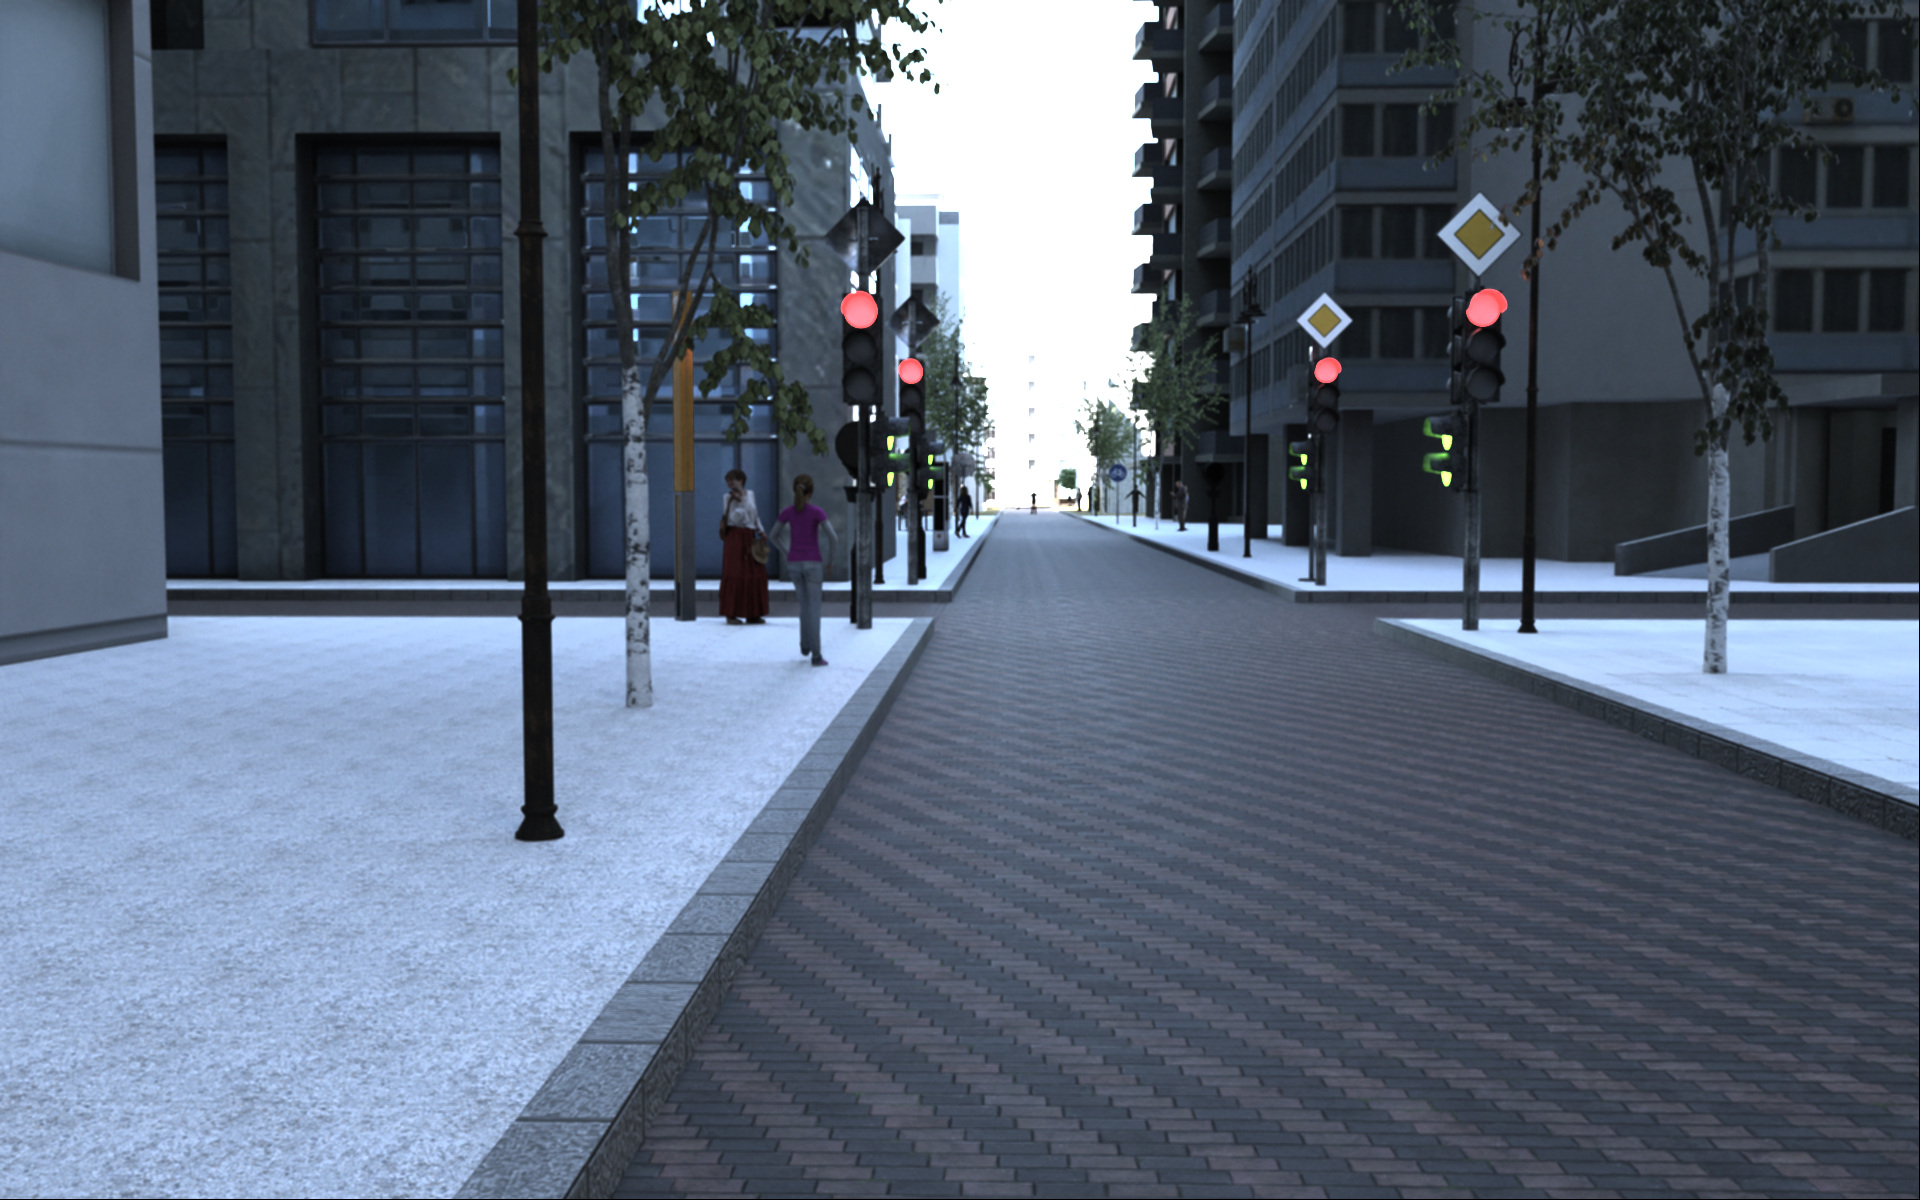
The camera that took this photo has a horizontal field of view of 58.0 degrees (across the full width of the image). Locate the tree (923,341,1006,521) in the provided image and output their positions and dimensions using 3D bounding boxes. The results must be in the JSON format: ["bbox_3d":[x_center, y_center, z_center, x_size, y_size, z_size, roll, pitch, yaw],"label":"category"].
[{"bbox_3d":[0.005,-8.034,81.720,4.360,8.622,3.978,0,3,0],"label":"tree"}]

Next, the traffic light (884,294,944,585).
[{"bbox_3d":[-0.651,-2.169,24.387,0.839,4.253,0.868,0,4,2],"label":"traffic light"}]

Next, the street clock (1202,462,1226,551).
[{"bbox_3d":[5.718,-2.109,39.047,0.471,2.002,0.358,-1,4,-16],"label":"street clock"}]

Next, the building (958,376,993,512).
[{"bbox_3d":[-2.323,-11.961,137.704,9.099,9.664,28.070,0,4,2],"label":"building"}]

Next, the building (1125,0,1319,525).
[{"bbox_3d":[19.764,-26.262,84.006,22.147,44.769,28.867,0,4,2],"label":"building"}]

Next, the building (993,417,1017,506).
[{"bbox_3d":[-7.850,-15.142,189.723,28.070,9.664,9.099,0,4,2],"label":"building"}]

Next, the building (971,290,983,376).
[{"bbox_3d":[-3.584,-18.997,167.027,11.380,20.091,16.016,0,4,2],"label":"building"}]

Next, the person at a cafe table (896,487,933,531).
[{"bbox_3d":[-1.629,-3.177,60.465,1.698,1.524,1.622,-2,4,-25],"label":"person at a cafe table"}]

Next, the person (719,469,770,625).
[{"bbox_3d":[-2.139,-0.523,17.054,0.523,1.526,0.387,-3,4,-39],"label":"person"}]

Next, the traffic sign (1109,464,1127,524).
[{"bbox_3d":[6.663,-4.468,73.157,0.768,2.556,0.104,1,4,9],"label":"traffic sign"}]

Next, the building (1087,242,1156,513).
[{"bbox_3d":[18.627,-16.118,129.979,16.747,18.905,31.486,0,4,2],"label":"building"}]

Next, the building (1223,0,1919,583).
[{"bbox_3d":[19.175,-21.269,39.629,23.993,40.220,32.217,0,4,2],"label":"building"}]

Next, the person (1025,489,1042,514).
[{"bbox_3d":[5.338,-7.149,125.529,1.348,1.807,0.705,-1,4,-14],"label":"person"}]

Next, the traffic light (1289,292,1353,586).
[{"bbox_3d":[5.048,-2.160,24.229,0.839,4.253,0.868,0,4,2],"label":"traffic light"}]

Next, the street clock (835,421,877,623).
[{"bbox_3d":[-0.987,-0.773,17.210,0.471,2.002,0.358,0,4,6],"label":"street clock"}]

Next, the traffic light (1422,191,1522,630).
[{"bbox_3d":[4.804,-1.671,16.247,0.839,4.253,0.868,0,4,2],"label":"traffic light"}]

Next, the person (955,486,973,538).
[{"bbox_3d":[0.102,-2.575,50.687,0.480,1.512,0.613,1,4,21],"label":"person"}]

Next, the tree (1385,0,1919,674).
[{"bbox_3d":[5.189,-3.780,12.163,4.360,8.622,3.978,0,3,0],"label":"tree"}]

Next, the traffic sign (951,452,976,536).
[{"bbox_3d":[0.103,-3.213,52.641,0.768,2.556,0.104,0,4,3],"label":"traffic sign"}]

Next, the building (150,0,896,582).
[{"bbox_3d":[-12.317,-44.387,38.407,22.319,86.520,31.000,0,4,2],"label":"building"}]

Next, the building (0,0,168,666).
[{"bbox_3d":[-19.653,-25.317,3.180,27.495,52.752,28.713,0,4,2],"label":"building"}]

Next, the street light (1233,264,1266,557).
[{"bbox_3d":[5.842,-3.808,35.045,0.468,5.910,1.993,0,4,2],"label":"street light"}]

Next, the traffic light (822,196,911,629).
[{"bbox_3d":[-0.895,-1.681,16.405,0.839,4.253,0.868,0,4,2],"label":"traffic light"}]

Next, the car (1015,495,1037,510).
[{"bbox_3d":[6.193,-9.157,162.086,2.083,1.381,4.827,0,4,4],"label":"car"}]

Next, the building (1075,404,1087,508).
[{"bbox_3d":[15.656,-13.359,160.569,9.099,9.664,28.070,0,4,2],"label":"building"}]

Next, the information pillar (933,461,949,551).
[{"bbox_3d":[-0.431,-2.116,39.090,0.304,2.012,0.304,1,4,17],"label":"information pillar"}]

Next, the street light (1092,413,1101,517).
[{"bbox_3d":[7.778,-7.716,98.937,0.468,5.910,1.993,0,4,2],"label":"street light"}]

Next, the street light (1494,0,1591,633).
[{"bbox_3d":[5.259,-2.635,15.869,0.468,5.910,1.993,0,4,2],"label":"street light"}]

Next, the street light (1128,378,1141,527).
[{"bbox_3d":[6.797,-5.778,67.254,0.468,5.910,1.993,0,4,2],"label":"street light"}]

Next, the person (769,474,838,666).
[{"bbox_3d":[-1.143,-0.234,13.100,0.726,1.435,0.776,1,4,8],"label":"person"}]

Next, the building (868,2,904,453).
[{"bbox_3d":[-14.484,-28.054,78.291,23.786,49.044,30.456,0,4,2],"label":"building"}]

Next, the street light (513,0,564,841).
[{"bbox_3d":[-1.573,-2.050,6.304,0.468,5.910,1.993,0,4,2],"label":"street light"}]

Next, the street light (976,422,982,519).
[{"bbox_3d":[0.878,-7.028,87.698,0.468,5.910,1.993,0,4,2],"label":"street light"}]

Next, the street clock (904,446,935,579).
[{"bbox_3d":[-0.635,-1.323,26.200,0.471,2.002,0.358,-2,4,-33],"label":"street clock"}]

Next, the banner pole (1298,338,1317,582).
[{"bbox_3d":[5.214,-2.182,25.695,0.401,3.779,0.863,0,4,6],"label":"banner pole"}]

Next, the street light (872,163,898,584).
[{"bbox_3d":[-1.159,-3.172,24.646,0.468,5.910,1.993,0,4,2],"label":"street light"}]

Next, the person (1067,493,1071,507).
[{"bbox_3d":[10.762,-9.861,170.454,0.628,1.438,0.799,-2,4,-28],"label":"person"}]

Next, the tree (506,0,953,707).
[{"bbox_3d":[-1.713,-3.657,10.154,4.737,8.622,4.395,0,3,0],"label":"tree"}]

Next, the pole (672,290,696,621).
[{"bbox_3d":[-2.787,-1.445,17.474,0.158,3.312,0.155,0,3,0],"label":"pole"}]

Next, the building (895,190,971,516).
[{"bbox_3d":[-7.632,-15.271,106.095,16.016,20.091,11.380,0,4,2],"label":"building"}]

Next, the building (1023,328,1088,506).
[{"bbox_3d":[12.700,-20.517,191.868,11.380,20.091,16.016,0,4,2],"label":"building"}]

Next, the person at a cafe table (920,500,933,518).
[{"bbox_3d":[-1.430,-3.395,66.373,1.698,1.238,1.726,-1,4,-17],"label":"person at a cafe table"}]

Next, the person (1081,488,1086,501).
[{"bbox_3d":[9.647,-7.962,136.759,0.750,1.759,0.617,0,3,0],"label":"person"}]

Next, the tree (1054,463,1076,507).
[{"bbox_3d":[11.352,-11.809,176.790,4.285,4.588,4.351,0,3,0],"label":"tree"}]

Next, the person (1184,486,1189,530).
[{"bbox_3d":[7.997,-3.273,61.621,0.319,1.574,0.516,1,4,18],"label":"person"}]

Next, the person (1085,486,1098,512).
[{"bbox_3d":[9.270,-7.156,122.671,1.348,1.869,0.705,-3,5,-41],"label":"person"}]

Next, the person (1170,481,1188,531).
[{"bbox_3d":[7.561,-3.247,59.812,0.600,1.739,0.565,-2,4,-29],"label":"person"}]

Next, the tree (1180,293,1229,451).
[{"bbox_3d":[7.218,-6.820,61.872,4.737,8.622,4.395,0,3,0],"label":"tree"}]

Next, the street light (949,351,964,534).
[{"bbox_3d":[-0.107,-5.099,56.157,0.468,5.910,1.993,0,4,2],"label":"street light"}]

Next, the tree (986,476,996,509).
[{"bbox_3d":[2.304,-10.013,158.310,1.663,3.219,1.824,0,3,0],"label":"tree"}]

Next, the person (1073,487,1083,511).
[{"bbox_3d":[8.917,-7.567,129.781,0.705,1.823,1.348,-2,4,-27],"label":"person"}]

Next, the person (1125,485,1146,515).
[{"bbox_3d":[10.863,-6.207,107.153,1.348,1.869,0.705,1,4,9],"label":"person"}]
